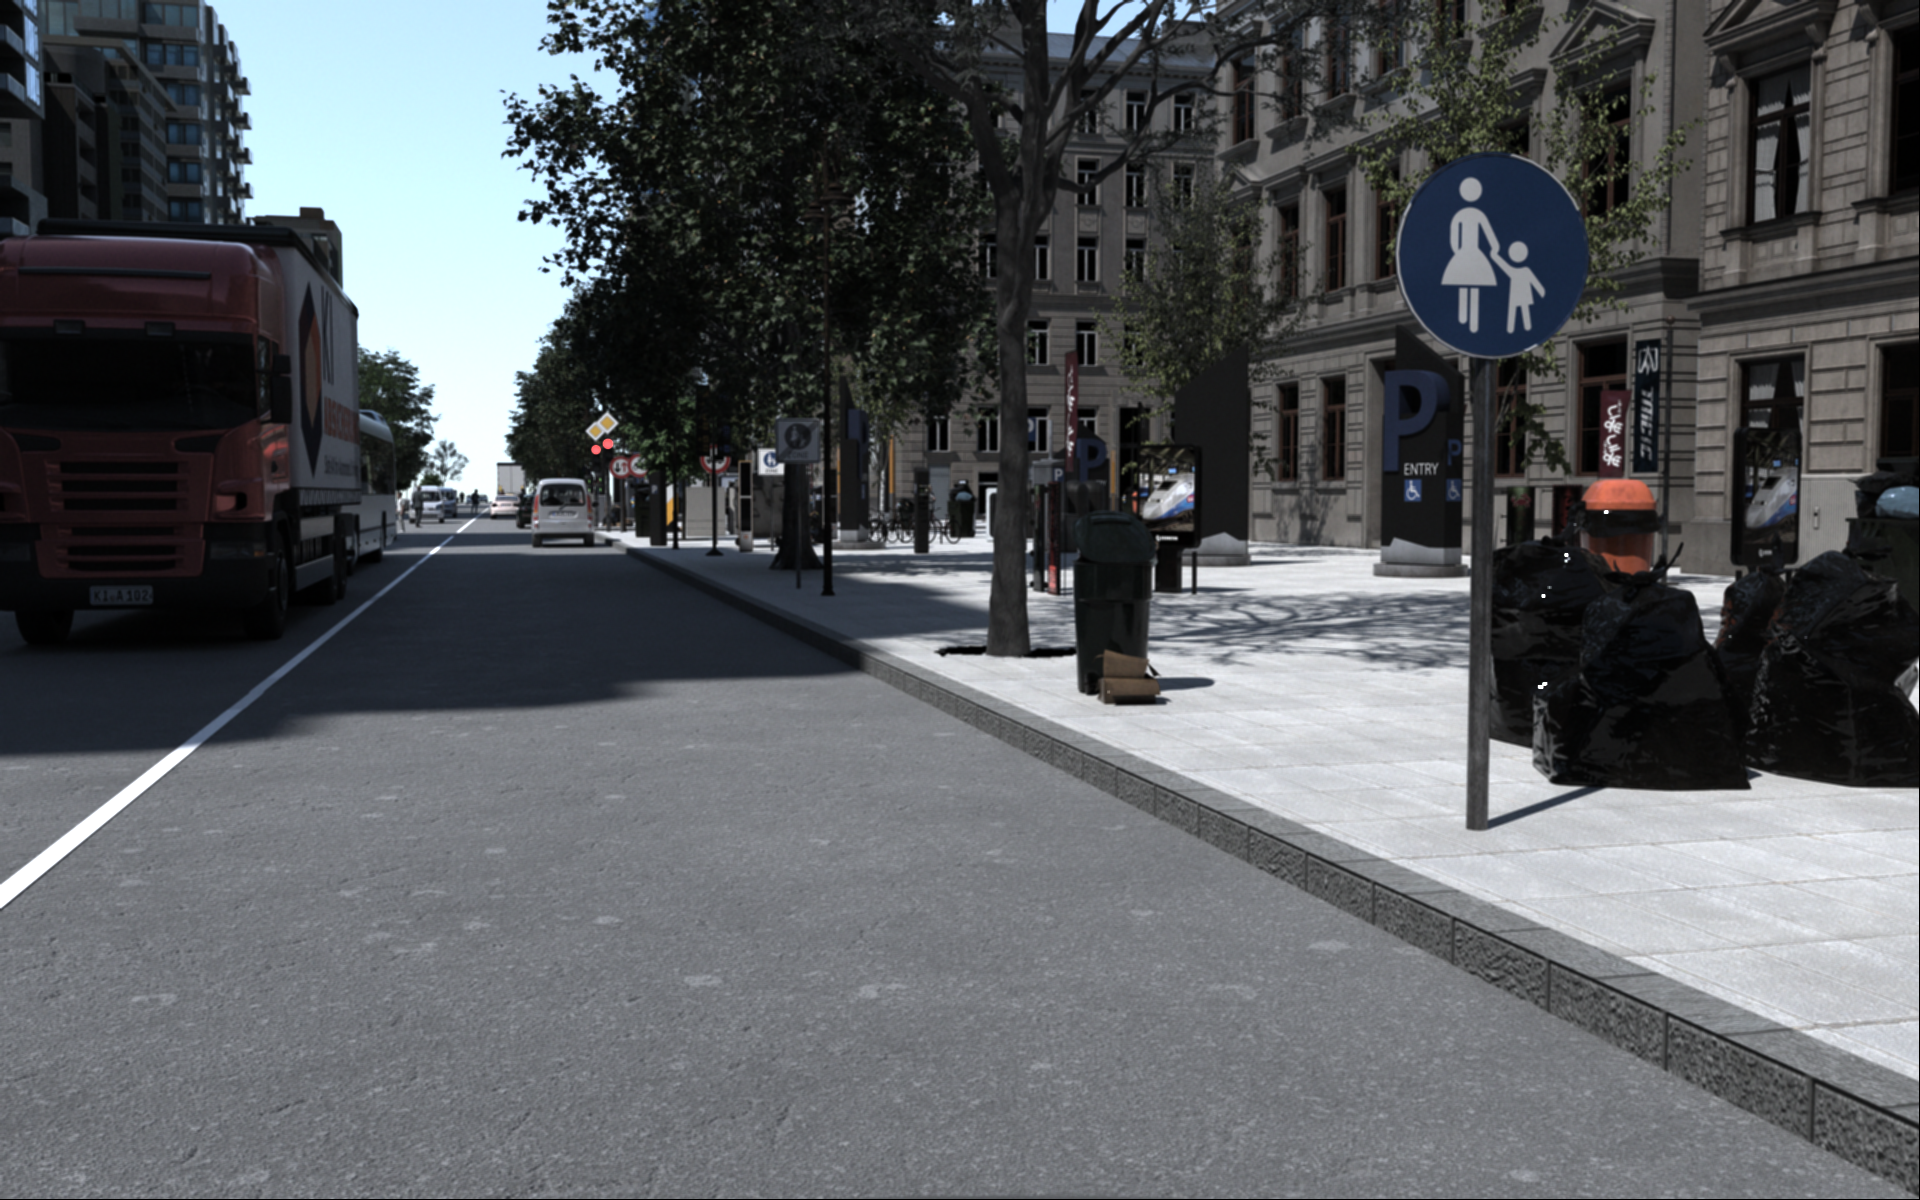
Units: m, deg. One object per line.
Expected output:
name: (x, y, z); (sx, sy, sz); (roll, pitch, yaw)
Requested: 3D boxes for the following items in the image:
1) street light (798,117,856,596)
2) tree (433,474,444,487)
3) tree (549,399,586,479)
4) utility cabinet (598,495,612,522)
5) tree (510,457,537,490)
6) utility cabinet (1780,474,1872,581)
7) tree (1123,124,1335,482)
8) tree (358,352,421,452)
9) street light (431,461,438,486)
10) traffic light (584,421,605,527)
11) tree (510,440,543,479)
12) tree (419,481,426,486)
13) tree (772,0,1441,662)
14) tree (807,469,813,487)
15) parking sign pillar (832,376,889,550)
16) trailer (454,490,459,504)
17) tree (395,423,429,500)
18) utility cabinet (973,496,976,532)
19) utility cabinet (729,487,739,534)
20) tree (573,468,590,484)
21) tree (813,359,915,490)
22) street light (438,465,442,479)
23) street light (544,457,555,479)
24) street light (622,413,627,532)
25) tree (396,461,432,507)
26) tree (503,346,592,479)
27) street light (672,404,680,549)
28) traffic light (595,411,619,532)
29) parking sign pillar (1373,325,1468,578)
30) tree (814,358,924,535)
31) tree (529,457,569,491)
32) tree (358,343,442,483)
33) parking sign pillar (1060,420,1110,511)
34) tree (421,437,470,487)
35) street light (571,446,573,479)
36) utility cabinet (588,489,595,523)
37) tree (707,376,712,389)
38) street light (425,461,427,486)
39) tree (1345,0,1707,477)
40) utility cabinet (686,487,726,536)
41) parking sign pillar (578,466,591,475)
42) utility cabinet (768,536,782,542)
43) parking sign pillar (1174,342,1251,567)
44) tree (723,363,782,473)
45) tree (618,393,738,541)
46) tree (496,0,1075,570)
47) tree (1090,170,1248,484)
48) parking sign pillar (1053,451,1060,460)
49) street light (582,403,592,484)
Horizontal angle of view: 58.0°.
street light: (-1.673, -2.995, 21.759); (0.468, 5.910, 1.993); (-1, 4, -15)
tree: (-74.962, -16.020, 245.635); (4.285, 4.588, 4.351); (0, 3, 0)
tree: (-24.991, -9.833, 111.132); (4.360, 8.622, 3.978); (0, 3, 0)
utility cabinet: (-16.313, -4.123, 78.568); (1.020, 1.237, 0.306); (-3, 5, -41)
tree: (-69.525, -21.867, 283.286); (9.928, 11.665, 9.643); (0, 3, 0)
utility cabinet: (9.397, -0.633, 19.027); (0.318, 1.500, 1.173); (-2, 4, -30)
tree: (5.062, -5.157, 34.683); (4.360, 8.622, 3.978); (0, 3, 0)
tree: (-44.184, -12.395, 128.419); (9.928, 11.665, 9.643); (0, 3, 0)
street light: (-72.067, -16.137, 236.632); (0.468, 5.910, 1.993); (-1, 4, -15)
traffic light: (-14.015, -4.751, 66.604); (0.839, 4.253, 0.868); (-1, 4, -15)
tree: (-49.660, -16.614, 206.049); (8.767, 10.594, 7.601); (0, 4, 0)
tree: (-71.866, -14.469, 231.174); (1.663, 3.219, 1.824); (0, 3, 0)
tree: (0.466, -6.296, 13.302); (12.009, 13.543, 11.850); (0, 3, 0)
tree: (-6.517, -8.233, 84.971); (4.360, 8.622, 3.978); (0, 3, 0)
parking sign pillar: (-2.443, -3.162, 40.168); (1.447, 3.967, 1.447); (1, 4, 9)
trailer: (-72.322, -14.690, 247.227); (1.471, 1.999, 3.904); (-1, 4, -16)
tree: (-58.437, -14.083, 180.613); (4.737, 8.622, 4.395); (0, 3, 0)
utility cabinet: (0.287, -2.875, 58.164); (0.306, 1.237, 1.020); (1, 4, 12)
utility cabinet: (-6.716, -2.809, 54.610); (1.173, 1.500, 0.318); (-3, 5, -43)
tree: (-25.373, -7.454, 116.480); (1.663, 3.219, 1.824); (0, 3, 0)
tree: (-3.459, -7.426, 71.780); (4.360, 8.622, 3.978); (0, 3, 0)
street light: (-77.045, -17.290, 255.472); (0.468, 5.910, 1.993); (-1, 4, -15)
street light: (-37.046, -11.215, 156.149); (0.468, 5.910, 1.993); (-1, 4, -15)
street light: (-11.396, -5.252, 58.660); (0.468, 5.910, 1.993); (-1, 4, -15)
tree: (-55.261, -11.404, 170.169); (4.285, 4.588, 4.351); (0, 3, 0)
tree: (-31.020, -13.125, 132.728); (7.486, 12.596, 7.792); (0, 3, 0)
street light: (-6.628, -4.122, 40.185); (0.468, 5.910, 1.993); (-1, 4, -15)
traffic light: (-11.990, -4.279, 58.879); (0.839, 4.253, 0.868); (-1, 4, -15)
parking sign pillar: (7.218, -2.359, 27.042); (1.447, 3.967, 1.447); (-2, 4, -33)
tree: (-2.450, -6.379, 54.653); (4.737, 8.622, 4.395); (0, 3, 0)
tree: (-58.679, -17.947, 243.789); (4.737, 8.622, 4.395); (0, 3, 0)
tree: (-49.308, -14.712, 147.199); (9.857, 13.997, 8.962); (0, 3, 0)
parking sign pillar: (4.594, -4.423, 60.796); (1.447, 3.967, 1.447); (-2, 4, -27)
tree: (-84.668, -21.334, 283.217); (8.767, 10.594, 7.601); (-2, 4, -30)
street light: (-22.610, -7.834, 100.881); (0.468, 5.910, 1.993); (-1, 4, -15)
utility cabinet: (-16.484, -4.168, 76.828); (0.318, 1.500, 1.173); (-2, 4, -35)
tree: (-13.681, -9.143, 99.847); (4.737, 8.622, 4.395); (0, 3, 0)
street light: (-67.242, -15.008, 218.165); (0.468, 5.910, 1.993); (-1, 4, -15)
tree: (7.089, -4.425, 22.712); (4.737, 8.622, 4.395); (0, 3, 0)
utility cabinet: (-7.696, -2.670, 52.330); (1.173, 1.500, 0.318); (-1, 4, -19)
parking sign pillar: (-27.205, -8.386, 125.579); (1.447, 3.967, 1.447); (1, 4, 14)
utility cabinet: (-4.842, -2.280, 45.953); (0.318, 1.500, 1.173); (0, 4, 6)
parking sign pillar: (4.513, -2.605, 31.066); (1.447, 3.967, 1.447); (1, 4, 16)
tree: (-8.494, -7.886, 79.292); (4.737, 8.622, 4.395); (0, 3, 0)
tree: (-7.773, -3.940, 48.126); (4.285, 4.588, 4.351); (0, 3, 0)
tree: (-2.876, -6.878, 29.457); (9.611, 12.733, 9.660); (0, 3, 0)
tree: (5.284, -5.470, 39.797); (4.737, 8.622, 4.395); (0, 3, 0)
parking sign pillar: (4.986, -5.646, 80.783); (1.447, 3.967, 1.447); (0, 4, -3)
street light: (-17.688, -6.689, 82.148); (0.468, 5.910, 1.993); (-1, 4, -15)
